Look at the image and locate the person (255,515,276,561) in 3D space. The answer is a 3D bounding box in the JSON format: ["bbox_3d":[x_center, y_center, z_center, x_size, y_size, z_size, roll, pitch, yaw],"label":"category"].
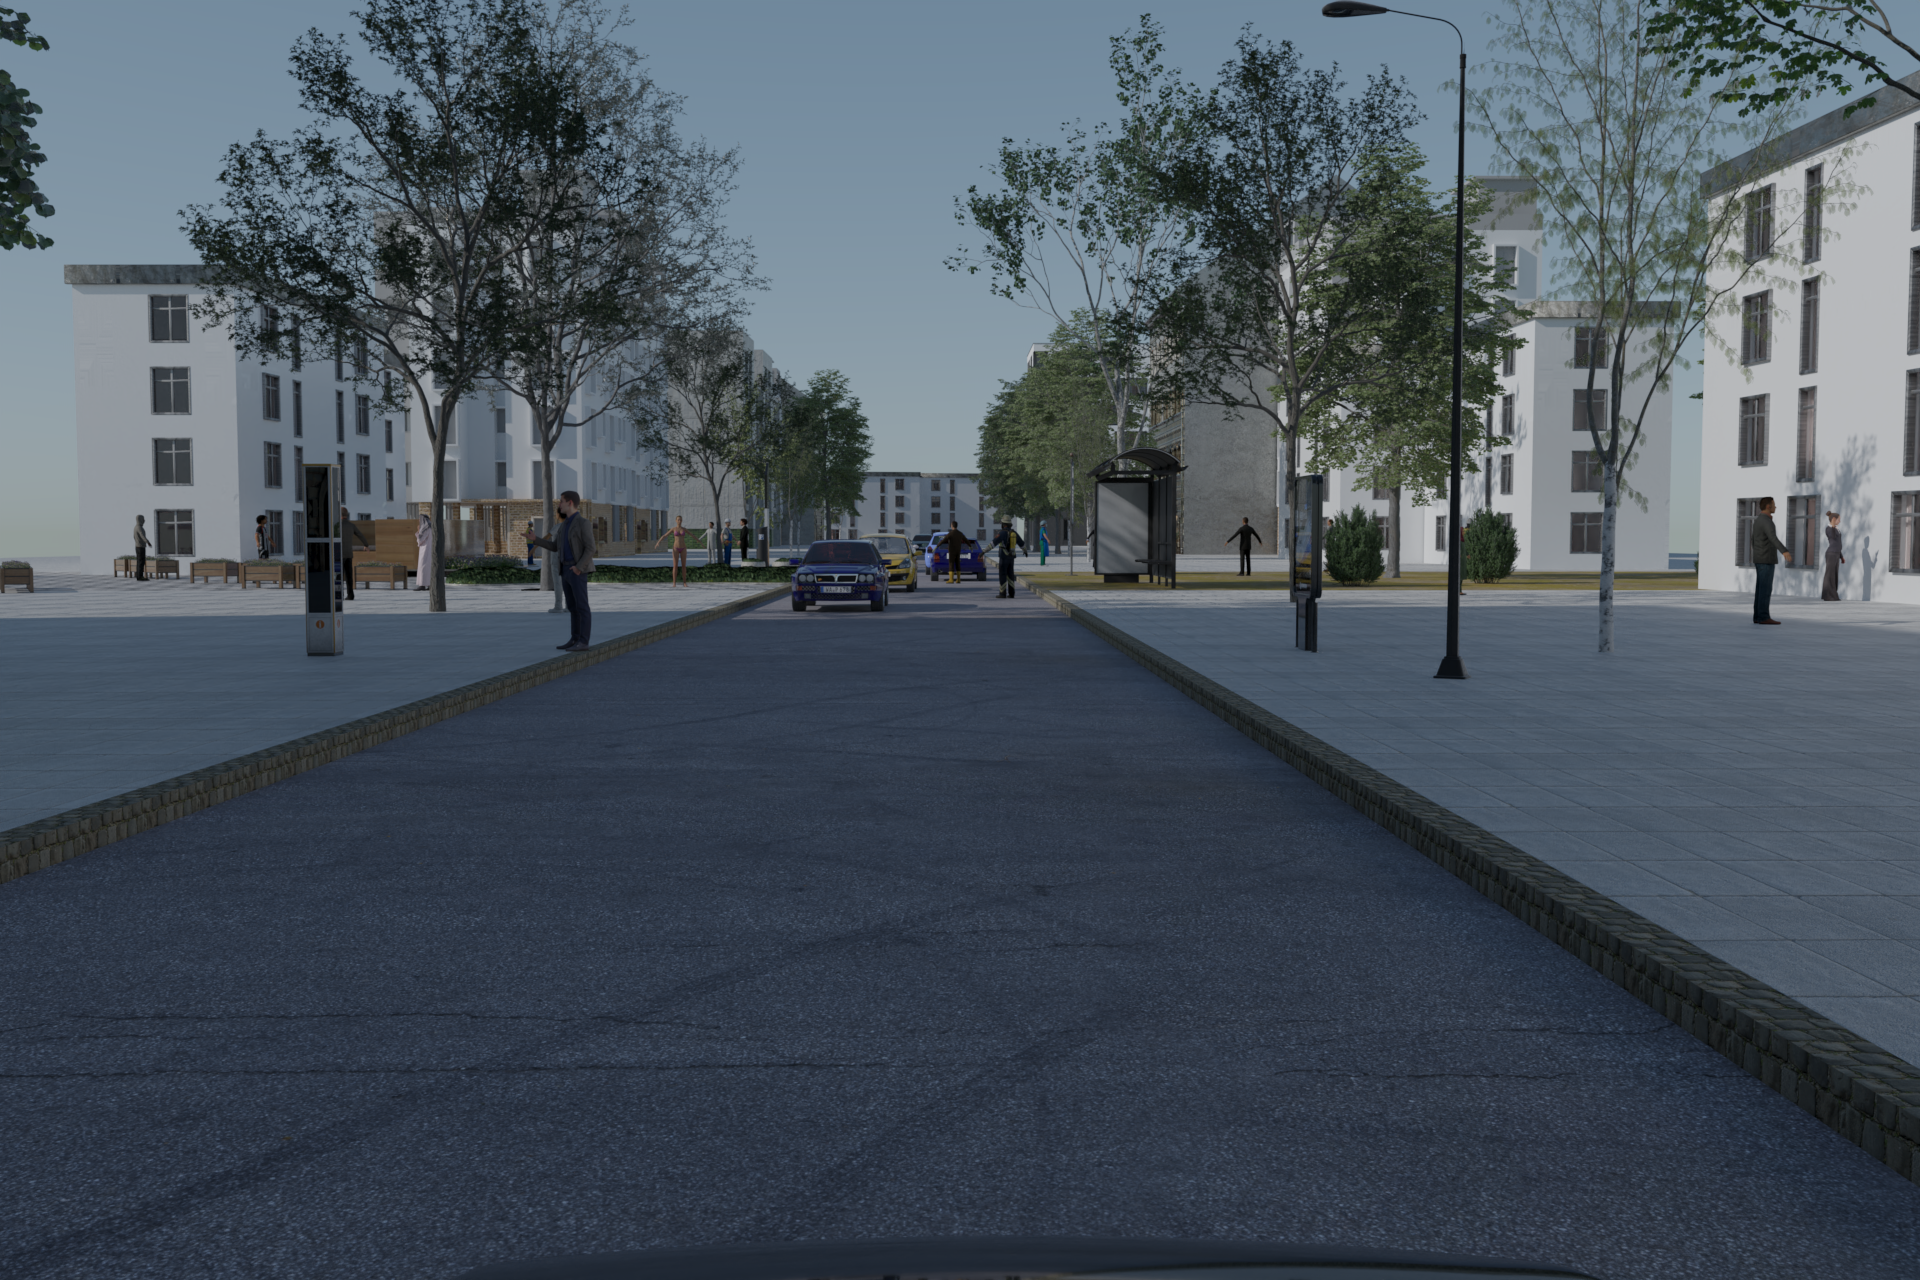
[{"bbox_3d":[-19.546,-2.600,48.654,0.704,1.843,1.345,0,4,-3],"label":"person"}]

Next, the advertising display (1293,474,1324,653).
[{"bbox_3d":[3.835,-0.851,19.123,0.123,1.923,0.974,0,4,-1],"label":"advertising display"}]

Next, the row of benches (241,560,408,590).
[{"bbox_3d":[-14.933,-1.529,40.465,4.104,0.672,1.422,1,4,13],"label":"row of benches"}]

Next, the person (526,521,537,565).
[{"bbox_3d":[-17.678,-4.003,71.422,0.705,1.833,1.349,-2,4,-32],"label":"person"}]

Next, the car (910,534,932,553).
[{"bbox_3d":[-2.534,-6.732,119.850,2.009,1.686,4.222,0,3,0],"label":"car"}]

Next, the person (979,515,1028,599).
[{"bbox_3d":[1.025,-1.858,38.613,1.354,1.856,0.705,-3,4,-37],"label":"person"}]

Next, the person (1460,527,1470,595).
[{"bbox_3d":[10.551,-1.659,36.336,0.599,1.438,0.989,2,4,29],"label":"person"}]

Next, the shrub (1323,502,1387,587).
[{"bbox_3d":[9.702,-2.354,42.528,1.661,2.075,1.752,0,3,0],"label":"shrub"}]

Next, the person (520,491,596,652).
[{"bbox_3d":[-4.408,-0.761,19.019,0.750,1.759,0.617,-2,4,-24],"label":"person"}]

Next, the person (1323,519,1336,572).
[{"bbox_3d":[12.630,-3.234,59.155,0.705,1.796,1.348,3,5,44],"label":"person"}]

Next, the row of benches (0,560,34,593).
[{"bbox_3d":[-21.498,-1.466,39.430,1.422,0.672,4.104,-2,4,-29],"label":"row of benches"}]

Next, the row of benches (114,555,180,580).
[{"bbox_3d":[-23.704,-2.135,50.364,1.422,0.672,4.104,-3,5,-41],"label":"row of benches"}]

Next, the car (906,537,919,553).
[{"bbox_3d":[-2.619,-3.301,66.333,2.083,1.381,4.827,0,4,0],"label":"car"}]

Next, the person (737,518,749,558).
[{"bbox_3d":[-7.274,-3.176,58.106,0.705,1.806,1.347,0,4,0],"label":"person"}]

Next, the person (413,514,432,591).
[{"bbox_3d":[-12.078,-1.982,39.118,0.621,1.740,0.551,-2,4,-25],"label":"person"}]

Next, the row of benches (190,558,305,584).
[{"bbox_3d":[-18.110,-1.800,44.896,4.104,0.672,1.422,1,4,13],"label":"row of benches"}]

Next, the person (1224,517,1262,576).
[{"bbox_3d":[8.730,-2.867,53.094,1.346,1.802,0.704,-2,4,-24],"label":"person"}]

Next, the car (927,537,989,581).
[{"bbox_3d":[-0.061,-2.528,53.915,1.945,1.354,3.894,0,4,-1],"label":"car"}]

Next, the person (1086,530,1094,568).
[{"bbox_3d":[5.122,-3.493,63.827,1.216,1.740,0.721,-2,4,-34],"label":"person"}]

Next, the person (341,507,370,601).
[{"bbox_3d":[-11.919,-1.666,33.423,0.705,1.807,1.348,2,4,34],"label":"person"}]

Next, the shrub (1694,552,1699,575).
[{"bbox_3d":[21.511,-2.353,49.585,1.383,1.207,1.383,0,3,0],"label":"shrub"}]

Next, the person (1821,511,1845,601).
[{"bbox_3d":[16.660,-1.595,32.925,0.445,1.727,0.742,1,4,12],"label":"person"}]

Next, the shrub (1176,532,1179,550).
[{"bbox_3d":[6.217,-3.152,55.955,1.690,2.028,1.600,0,3,0],"label":"shrub"}]

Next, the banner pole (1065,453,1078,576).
[{"bbox_3d":[3.444,-3.860,53.123,0.401,3.779,0.863,0,4,-1],"label":"banner pole"}]

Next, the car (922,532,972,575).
[{"bbox_3d":[-0.402,-3.198,61.886,1.945,1.707,3.694,0,4,-1],"label":"car"}]

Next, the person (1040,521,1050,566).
[{"bbox_3d":[3.350,-3.829,68.734,0.704,1.817,1.347,-1,4,-9],"label":"person"}]

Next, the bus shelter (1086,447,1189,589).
[{"bbox_3d":[4.306,-3.000,42.976,2.014,3.302,5.546,0,4,0],"label":"bus shelter"}]

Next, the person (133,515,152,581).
[{"bbox_3d":[-22.375,-2.522,47.362,0.705,1.813,1.348,-3,4,-38],"label":"person"}]

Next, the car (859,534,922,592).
[{"bbox_3d":[-1.956,-2.064,43.964,2.015,1.641,3.980,0,3,0],"label":"car"}]

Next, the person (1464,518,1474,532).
[{"bbox_3d":[18.068,-3.400,61.366,0.705,1.858,1.354,-3,5,-41],"label":"person"}]

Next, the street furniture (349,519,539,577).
[{"bbox_3d":[-16.535,-2.947,55.045,9.812,1.723,11.010,0,4,1],"label":"street furniture"}]

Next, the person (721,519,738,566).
[{"bbox_3d":[-8.411,-3.492,62.950,0.705,1.847,1.347,1,4,18],"label":"person"}]

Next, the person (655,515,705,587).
[{"bbox_3d":[-6.785,-2.151,41.975,1.217,1.733,0.721,-1,4,-18],"label":"person"}]

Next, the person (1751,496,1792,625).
[{"bbox_3d":[11.488,-1.136,24.640,0.705,1.821,1.348,0,4,8],"label":"person"}]

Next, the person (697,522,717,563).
[{"bbox_3d":[-10.595,-4.131,73.730,1.347,1.806,0.705,2,4,28],"label":"person"}]

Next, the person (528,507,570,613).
[{"bbox_3d":[-6.555,-1.316,28.288,0.721,1.739,1.217,2,4,34],"label":"person"}]

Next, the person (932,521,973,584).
[{"bbox_3d":[-0.172,-2.539,50.107,1.346,1.812,0.704,-2,4,-31],"label":"person"}]

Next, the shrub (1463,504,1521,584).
[{"bbox_3d":[13.644,-2.500,44.919,1.661,2.075,1.752,0,3,0],"label":"shrub"}]

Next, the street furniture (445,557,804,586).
[{"bbox_3d":[-8.302,-1.864,46.096,10.072,0.657,5.734,0,4,-6],"label":"street furniture"}]

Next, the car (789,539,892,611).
[{"bbox_3d":[-2.272,-1.270,33.340,1.945,1.354,3.894,0,4,-1],"label":"car"}]
